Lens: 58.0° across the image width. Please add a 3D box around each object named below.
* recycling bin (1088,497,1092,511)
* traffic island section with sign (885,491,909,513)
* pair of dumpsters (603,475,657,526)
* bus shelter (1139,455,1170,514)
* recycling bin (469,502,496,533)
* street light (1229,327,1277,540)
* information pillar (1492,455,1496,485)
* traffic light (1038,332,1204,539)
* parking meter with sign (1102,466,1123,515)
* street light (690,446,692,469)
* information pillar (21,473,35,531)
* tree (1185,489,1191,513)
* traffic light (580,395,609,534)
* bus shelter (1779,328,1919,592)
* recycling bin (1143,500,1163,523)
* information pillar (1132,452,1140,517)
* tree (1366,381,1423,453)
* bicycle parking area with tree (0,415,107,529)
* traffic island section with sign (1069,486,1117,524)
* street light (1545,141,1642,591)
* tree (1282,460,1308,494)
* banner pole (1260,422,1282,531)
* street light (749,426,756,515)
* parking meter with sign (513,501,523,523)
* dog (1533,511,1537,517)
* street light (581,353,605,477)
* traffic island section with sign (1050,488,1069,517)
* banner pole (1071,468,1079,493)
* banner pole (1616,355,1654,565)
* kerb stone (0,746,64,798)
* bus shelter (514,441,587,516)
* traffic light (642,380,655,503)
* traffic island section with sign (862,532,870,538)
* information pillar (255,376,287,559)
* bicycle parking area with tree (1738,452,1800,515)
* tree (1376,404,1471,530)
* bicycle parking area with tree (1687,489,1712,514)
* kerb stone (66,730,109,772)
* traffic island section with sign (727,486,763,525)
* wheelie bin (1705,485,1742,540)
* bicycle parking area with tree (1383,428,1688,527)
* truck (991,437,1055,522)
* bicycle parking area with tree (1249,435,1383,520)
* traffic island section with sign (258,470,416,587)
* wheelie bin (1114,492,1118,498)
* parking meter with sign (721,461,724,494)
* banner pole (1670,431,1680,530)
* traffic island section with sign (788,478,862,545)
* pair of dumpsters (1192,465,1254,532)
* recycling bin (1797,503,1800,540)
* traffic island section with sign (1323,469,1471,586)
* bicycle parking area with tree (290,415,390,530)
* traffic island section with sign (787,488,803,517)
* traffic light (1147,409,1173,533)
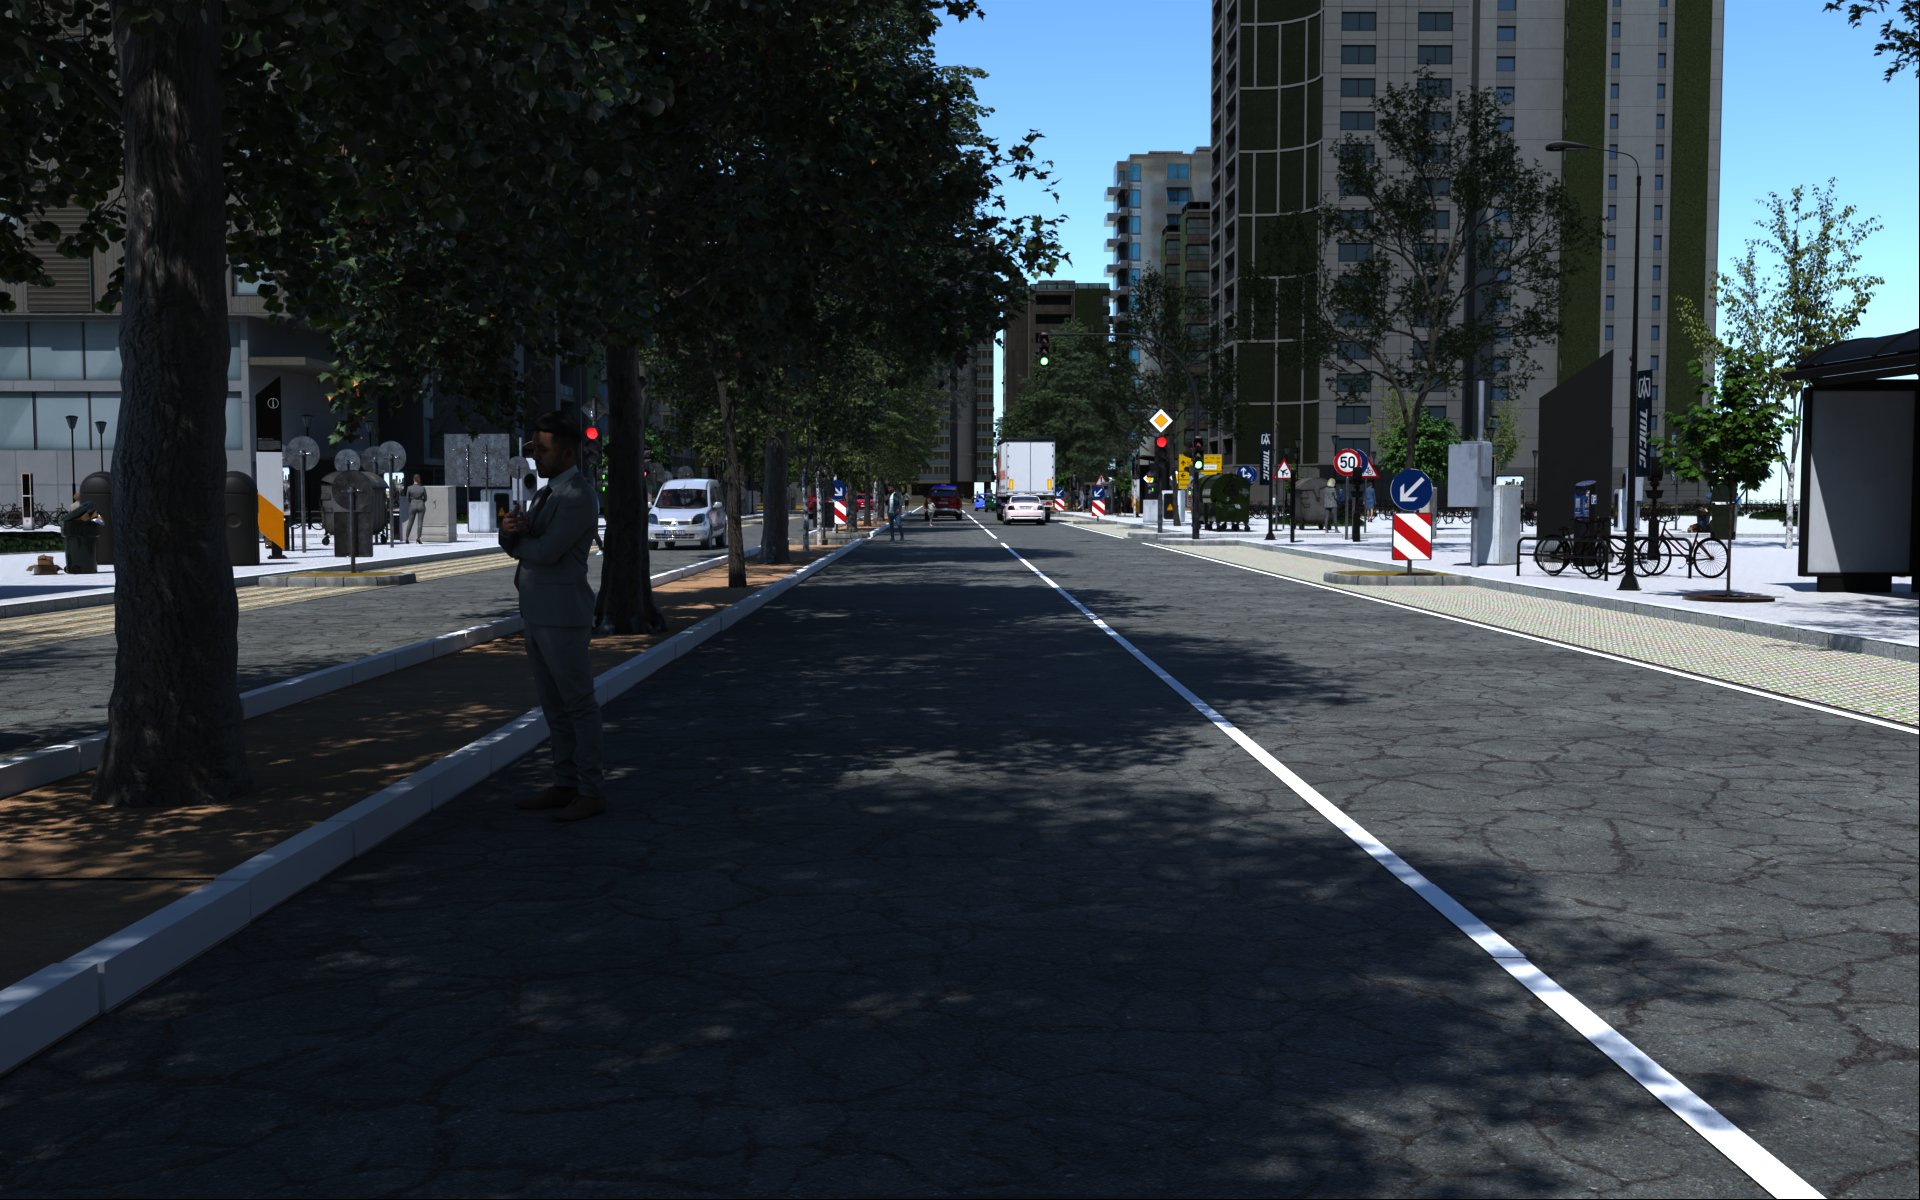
[{"bbox_3d":[9.861,-7.053,127.877,0.722,1.027,0.722,1,4,20],"label":"recycling bin"},{"bbox_3d":[-4.771,-7.567,131.854,2.006,1.907,1.989,0,4,-1],"label":"traffic island section with sign"},{"bbox_3d":[-12.861,-3.956,67.170,1.574,2.255,4.437,0,4,-1],"label":"pair of dumpsters"},{"bbox_3d":[11.834,-7.097,107.317,1.731,3.624,6.357,0,4,-1],"label":"bus shelter"},{"bbox_3d":[-15.847,-2.749,57.495,0.722,1.027,0.722,0,4,2],"label":"recycling bin"},{"bbox_3d":[8.139,-4.631,48.254,1.470,5.913,1.316,0,4,-1],"label":"street light"},{"bbox_3d":[9.899,-1.729,32.758,0.304,2.012,0.304,-3,4,-37],"label":"information pillar"},{"bbox_3d":[4.576,-4.541,48.906,4.771,5.953,1.251,0,4,-1],"label":"traffic light"},{"bbox_3d":[9.188,-6.789,107.253,1.738,3.016,0.543,2,4,26],"label":"parking meter with sign"},{"bbox_3d":[-12.191,-6.696,82.019,1.470,5.913,1.316,0,4,-1],"label":"street light"},{"bbox_3d":[-32.833,-3.457,61.011,0.304,2.012,0.304,-1,4,-12],"label":"information pillar"},{"bbox_3d":[15.580,-7.411,115.766,1.663,3.219,1.824,0,3,0],"label":"tree"},{"bbox_3d":[-10.293,-3.667,48.878,0.839,4.253,0.868,0,4,-1],"label":"traffic light"},{"bbox_3d":[11.802,-1.599,20.064,2.014,3.302,5.546,0,4,-1],"label":"bus shelter"},{"bbox_3d":[8.713,-4.010,78.119,0.722,1.027,0.722,2,4,28],"label":"recycling bin"},{"bbox_3d":[9.792,-6.425,96.408,0.504,3.616,0.183,3,5,41],"label":"information pillar"},{"bbox_3d":[27.115,-9.550,106.502,4.737,8.622,4.395,0,3,0],"label":"tree"},{"bbox_3d":[-33.013,-4.827,65.928,9.016,4.147,8.231,0,4,-2],"label":"bicycle parking area with tree"},{"bbox_3d":[6.371,-4.488,82.013,1.989,1.847,2.006,0,4,-1],"label":"traffic island section with sign"},{"bbox_3d":[8.405,-3.085,22.974,1.470,5.913,1.316,0,4,-1],"label":"street light"},{"bbox_3d":[18.617,-6.266,97.046,1.663,3.219,1.824,0,3,0],"label":"tree"},{"bbox_3d":[10.782,-4.288,60.133,0.863,3.779,0.401,2,4,30],"label":"banner pole"},{"bbox_3d":[-12.336,-8.242,107.301,1.470,5.913,1.316,0,4,-1],"label":"street light"},{"bbox_3d":[-17.247,-4.425,68.616,0.543,3.016,1.738,1,4,19],"label":"parking meter with sign"},{"bbox_3d":[16.425,-2.072,48.262,0.800,0.831,0.513,3,4,36],"label":"dog"},{"bbox_3d":[-11.830,-5.150,56.739,1.470,5.913,1.316,0,4,-1],"label":"street light"},{"bbox_3d":[6.096,-6.137,108.967,1.989,1.847,2.006,0,4,-1],"label":"traffic island section with sign"},{"bbox_3d":[8.836,-8.684,131.992,0.863,3.779,0.401,1,4,20],"label":"banner pole"},{"bbox_3d":[12.128,-2.506,30.994,0.401,3.779,0.863,-1,4,-10],"label":"banner pole"},{"bbox_3d":[-4.552,0.848,8.340,0.120,0.150,1.000,0,4,-1],"label":"kerb stone"},{"bbox_3d":[-15.412,-4.438,66.479,2.014,3.302,5.546,0,4,0],"label":"bus shelter"},{"bbox_3d":[-8.285,-5.031,56.920,4.771,5.953,1.251,0,4,-1],"label":"traffic light"},{"bbox_3d":[-3.988,-2.971,56.719,2.006,1.907,1.989,0,4,-1],"label":"traffic island section with sign"},{"bbox_3d":[-13.590,-2.617,34.135,0.504,3.616,0.183,-2,4,-28],"label":"information pillar"},{"bbox_3d":[48.102,-7.446,108.736,9.016,4.147,8.231,1,4,14],"label":"bicycle parking area with tree"},{"bbox_3d":[16.760,-4.804,62.266,4.285,4.588,4.351,0,3,0],"label":"tree"},{"bbox_3d":[30.747,-5.914,83.692,8.231,4.147,9.016,-1,4,-9],"label":"bicycle parking area with tree"},{"bbox_3d":[-4.565,0.787,9.363,0.120,0.150,1.000,0,4,-1],"label":"kerb stone"},{"bbox_3d":[-10.353,-4.463,81.603,1.989,1.847,2.006,0,4,-1],"label":"traffic island section with sign"},{"bbox_3d":[21.513,-2.500,48.788,0.980,1.594,0.693,2,4,32],"label":"wheelie bin"},{"bbox_3d":[23.822,-5.233,72.556,9.016,4.147,8.231,-1,4,-10],"label":"bicycle parking area with tree"},{"bbox_3d":[3.286,-6.234,90.840,2.839,4.237,11.283,0,4,-2],"label":"truck"},{"bbox_3d":[18.104,-6.140,87.385,9.016,4.147,8.231,0,4,4],"label":"bicycle parking area with tree"},{"bbox_3d":[-9.779,-1.153,27.473,1.989,1.847,2.006,0,4,-1],"label":"traffic island section with sign"},{"bbox_3d":[10.683,-6.978,122.001,0.693,1.594,0.980,1,4,22],"label":"wheelie bin"},{"bbox_3d":[-13.524,-5.895,92.636,1.738,3.016,0.543,0,4,1],"label":"parking meter with sign"},{"bbox_3d":[25.152,-4.338,60.941,0.401,3.779,0.863,3,5,42],"label":"banner pole"},{"bbox_3d":[-3.921,-2.518,49.312,2.006,1.907,1.989,0,4,-1],"label":"traffic island section with sign"},{"bbox_3d":[9.177,-3.553,60.586,1.574,2.255,4.437,0,4,0],"label":"pair of dumpsters"},{"bbox_3d":[24.120,-2.215,48.770,0.722,1.027,0.722,-2,4,-27],"label":"recycling bin"},{"bbox_3d":[6.932,-1.173,27.804,1.989,1.847,2.006,0,4,-1],"label":"traffic island section with sign"},{"bbox_3d":[-23.470,-4.789,65.304,9.016,4.147,8.231,1,4,19],"label":"bicycle parking area with tree"},{"bbox_3d":[-10.634,-6.161,109.365,1.989,1.847,2.006,0,4,-1],"label":"traffic island section with sign"},{"bbox_3d":[6.585,-4.167,57.053,0.839,4.253,0.868,0,4,-1],"label":"traffic light"}]
